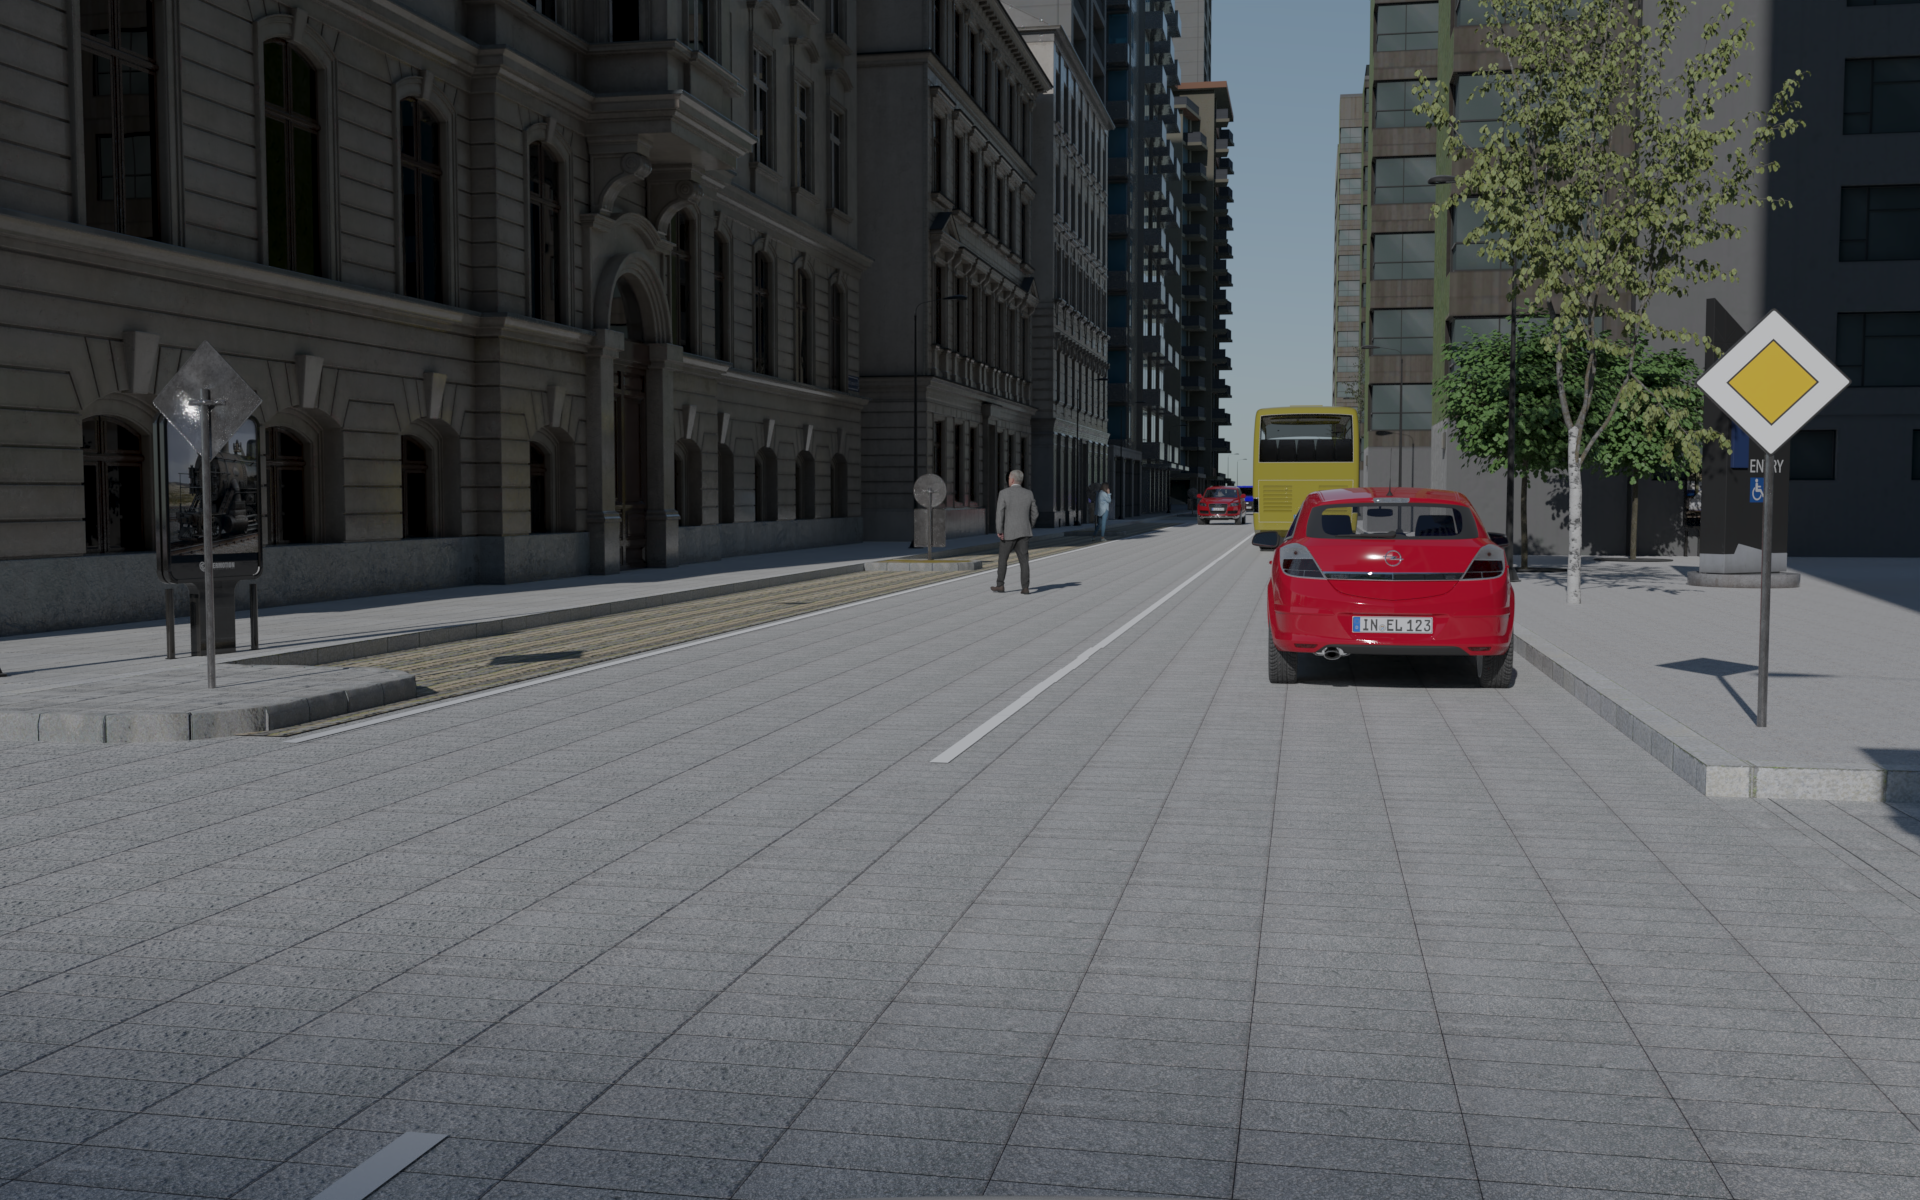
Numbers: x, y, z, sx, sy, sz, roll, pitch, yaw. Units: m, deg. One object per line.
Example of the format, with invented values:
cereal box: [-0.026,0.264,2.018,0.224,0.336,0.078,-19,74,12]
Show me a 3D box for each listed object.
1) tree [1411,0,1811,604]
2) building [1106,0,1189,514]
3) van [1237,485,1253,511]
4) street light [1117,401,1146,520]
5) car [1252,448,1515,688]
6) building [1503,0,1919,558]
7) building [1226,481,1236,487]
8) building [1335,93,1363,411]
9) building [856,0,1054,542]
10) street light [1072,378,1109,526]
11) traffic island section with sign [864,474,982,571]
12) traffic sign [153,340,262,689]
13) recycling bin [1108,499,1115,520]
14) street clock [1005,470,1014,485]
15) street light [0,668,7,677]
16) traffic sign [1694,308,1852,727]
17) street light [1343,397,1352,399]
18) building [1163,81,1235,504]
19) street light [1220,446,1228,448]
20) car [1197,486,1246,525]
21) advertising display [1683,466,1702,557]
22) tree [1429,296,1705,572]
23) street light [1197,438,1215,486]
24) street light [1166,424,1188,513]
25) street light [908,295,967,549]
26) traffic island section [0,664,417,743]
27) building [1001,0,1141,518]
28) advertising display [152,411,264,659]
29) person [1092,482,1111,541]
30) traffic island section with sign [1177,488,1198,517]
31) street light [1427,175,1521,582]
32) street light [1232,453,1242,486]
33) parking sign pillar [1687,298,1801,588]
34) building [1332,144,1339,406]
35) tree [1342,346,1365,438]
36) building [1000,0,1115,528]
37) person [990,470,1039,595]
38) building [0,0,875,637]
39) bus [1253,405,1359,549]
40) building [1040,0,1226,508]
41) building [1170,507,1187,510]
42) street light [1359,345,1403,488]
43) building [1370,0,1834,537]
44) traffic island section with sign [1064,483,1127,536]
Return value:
tree: [7.155,-4.246,19.786,4.737,8.622,4.395,0,3,0]
building: [3.820,-30.757,122.487,23.786,49.044,30.456,1,4,11]
van: [19.922,-7.028,119.291,2.240,2.365,5.245,1,4,12]
street light: [8.596,-6.977,86.608,1.470,5.913,1.316,1,4,11]
car: [3.497,-0.327,14.385,2.155,1.783,4.494,1,4,11]
building: [18.510,-16.477,41.100,14.160,30.474,14.107,1,4,11]
building: [20.617,-33.060,232.416,32.217,40.220,23.993,1,4,11]
building: [46.107,-30.309,179.140,14.154,41.232,14.086,1,4,11]
building: [-3.621,-11.695,55.833,10.561,19.102,19.286,1,4,11]
street light: [5.242,-5.925,69.414,1.470,5.913,1.316,1,4,11]
traffic island section with sign: [-0.632,-1.485,32.914,1.989,1.847,2.006,1,4,11]
traffic sign: [-4.938,-0.473,11.375,0.795,2.450,0.064,1,4,11]
recycling bin: [7.303,-4.485,85.886,0.722,1.027,0.722,0,4,4]
street clock: [1.624,-2.927,52.419,0.471,2.002,0.358,3,5,42]
street light: [-6.345,-2.404,11.848,1.470,5.913,1.316,1,4,11]
traffic sign: [4.415,-0.357,9.481,0.795,2.450,0.064,1,4,11]
street light: [18.996,-6.745,82.827,1.470,5.913,1.316,1,4,11]
building: [17.329,-32.309,182.879,22.147,44.769,28.867,1,4,11]
street light: [25.415,-12.016,169.005,1.470,5.913,1.316,1,4,11]
car: [12.388,-4.471,81.773,2.281,1.827,5.304,1,4,13]
advertising display: [15.293,-1.843,35.351,0.974,1.923,0.123,1,4,10]
tree: [9.542,-2.766,28.946,4.285,4.588,4.351,0,3,0]
street light: [20.403,-10.537,144.824,1.470,5.913,1.316,1,4,11]
street light: [14.463,-8.734,115.346,1.470,5.913,1.316,1,4,11]
street light: [-0.516,-4.166,40.653,1.470,5.913,1.316,1,4,11]
traffic island section: [-4.963,0.663,11.442,2.009,0.180,2.903,1,4,11]
building: [-0.331,-40.245,96.265,20.563,71.187,20.611,1,4,11]
advertising display: [-5.971,-0.525,13.801,0.123,1.923,0.974,1,4,23]
person: [4.272,-2.668,52.381,0.793,1.790,0.793,2,4,29]
traffic island section with sign: [14.765,-6.172,109.547,1.989,1.847,2.006,1,4,11]
street light: [7.506,-3.227,25.300,1.470,5.913,1.316,1,4,11]
street light: [31.238,-13.811,198.351,1.470,5.913,1.316,1,4,11]
parking sign pillar: [10.955,-2.180,24.116,1.447,3.967,1.447,-2,4,-28]
building: [59.765,-36.848,226.169,21.300,48.544,21.600,1,4,11]
tree: [19.760,-7.875,79.119,4.360,8.622,3.978,0,3,0]
building: [0.710,-13.754,74.023,9.793,20.994,18.267,1,4,11]
person: [0.761,-0.984,24.981,0.661,1.777,0.834,-2,4,-28]
building: [-10.936,-12.854,29.248,14.460,24.649,34.723,1,4,11]
bus: [9.535,-3.444,47.864,2.896,3.916,12.252,1,4,11]
building: [21.510,-46.998,206.665,20.563,71.187,20.611,1,4,11]
building: [4.937,-28.046,150.431,32.217,40.220,23.993,1,4,11]
street light: [13.202,-4.987,54.074,1.470,5.913,1.316,1,4,11]
building: [22.069,-17.833,63.271,14.160,30.474,14.107,1,4,11]
traffic island section with sign: [4.671,-3.102,59.345,1.989,1.847,2.006,1,4,11]
